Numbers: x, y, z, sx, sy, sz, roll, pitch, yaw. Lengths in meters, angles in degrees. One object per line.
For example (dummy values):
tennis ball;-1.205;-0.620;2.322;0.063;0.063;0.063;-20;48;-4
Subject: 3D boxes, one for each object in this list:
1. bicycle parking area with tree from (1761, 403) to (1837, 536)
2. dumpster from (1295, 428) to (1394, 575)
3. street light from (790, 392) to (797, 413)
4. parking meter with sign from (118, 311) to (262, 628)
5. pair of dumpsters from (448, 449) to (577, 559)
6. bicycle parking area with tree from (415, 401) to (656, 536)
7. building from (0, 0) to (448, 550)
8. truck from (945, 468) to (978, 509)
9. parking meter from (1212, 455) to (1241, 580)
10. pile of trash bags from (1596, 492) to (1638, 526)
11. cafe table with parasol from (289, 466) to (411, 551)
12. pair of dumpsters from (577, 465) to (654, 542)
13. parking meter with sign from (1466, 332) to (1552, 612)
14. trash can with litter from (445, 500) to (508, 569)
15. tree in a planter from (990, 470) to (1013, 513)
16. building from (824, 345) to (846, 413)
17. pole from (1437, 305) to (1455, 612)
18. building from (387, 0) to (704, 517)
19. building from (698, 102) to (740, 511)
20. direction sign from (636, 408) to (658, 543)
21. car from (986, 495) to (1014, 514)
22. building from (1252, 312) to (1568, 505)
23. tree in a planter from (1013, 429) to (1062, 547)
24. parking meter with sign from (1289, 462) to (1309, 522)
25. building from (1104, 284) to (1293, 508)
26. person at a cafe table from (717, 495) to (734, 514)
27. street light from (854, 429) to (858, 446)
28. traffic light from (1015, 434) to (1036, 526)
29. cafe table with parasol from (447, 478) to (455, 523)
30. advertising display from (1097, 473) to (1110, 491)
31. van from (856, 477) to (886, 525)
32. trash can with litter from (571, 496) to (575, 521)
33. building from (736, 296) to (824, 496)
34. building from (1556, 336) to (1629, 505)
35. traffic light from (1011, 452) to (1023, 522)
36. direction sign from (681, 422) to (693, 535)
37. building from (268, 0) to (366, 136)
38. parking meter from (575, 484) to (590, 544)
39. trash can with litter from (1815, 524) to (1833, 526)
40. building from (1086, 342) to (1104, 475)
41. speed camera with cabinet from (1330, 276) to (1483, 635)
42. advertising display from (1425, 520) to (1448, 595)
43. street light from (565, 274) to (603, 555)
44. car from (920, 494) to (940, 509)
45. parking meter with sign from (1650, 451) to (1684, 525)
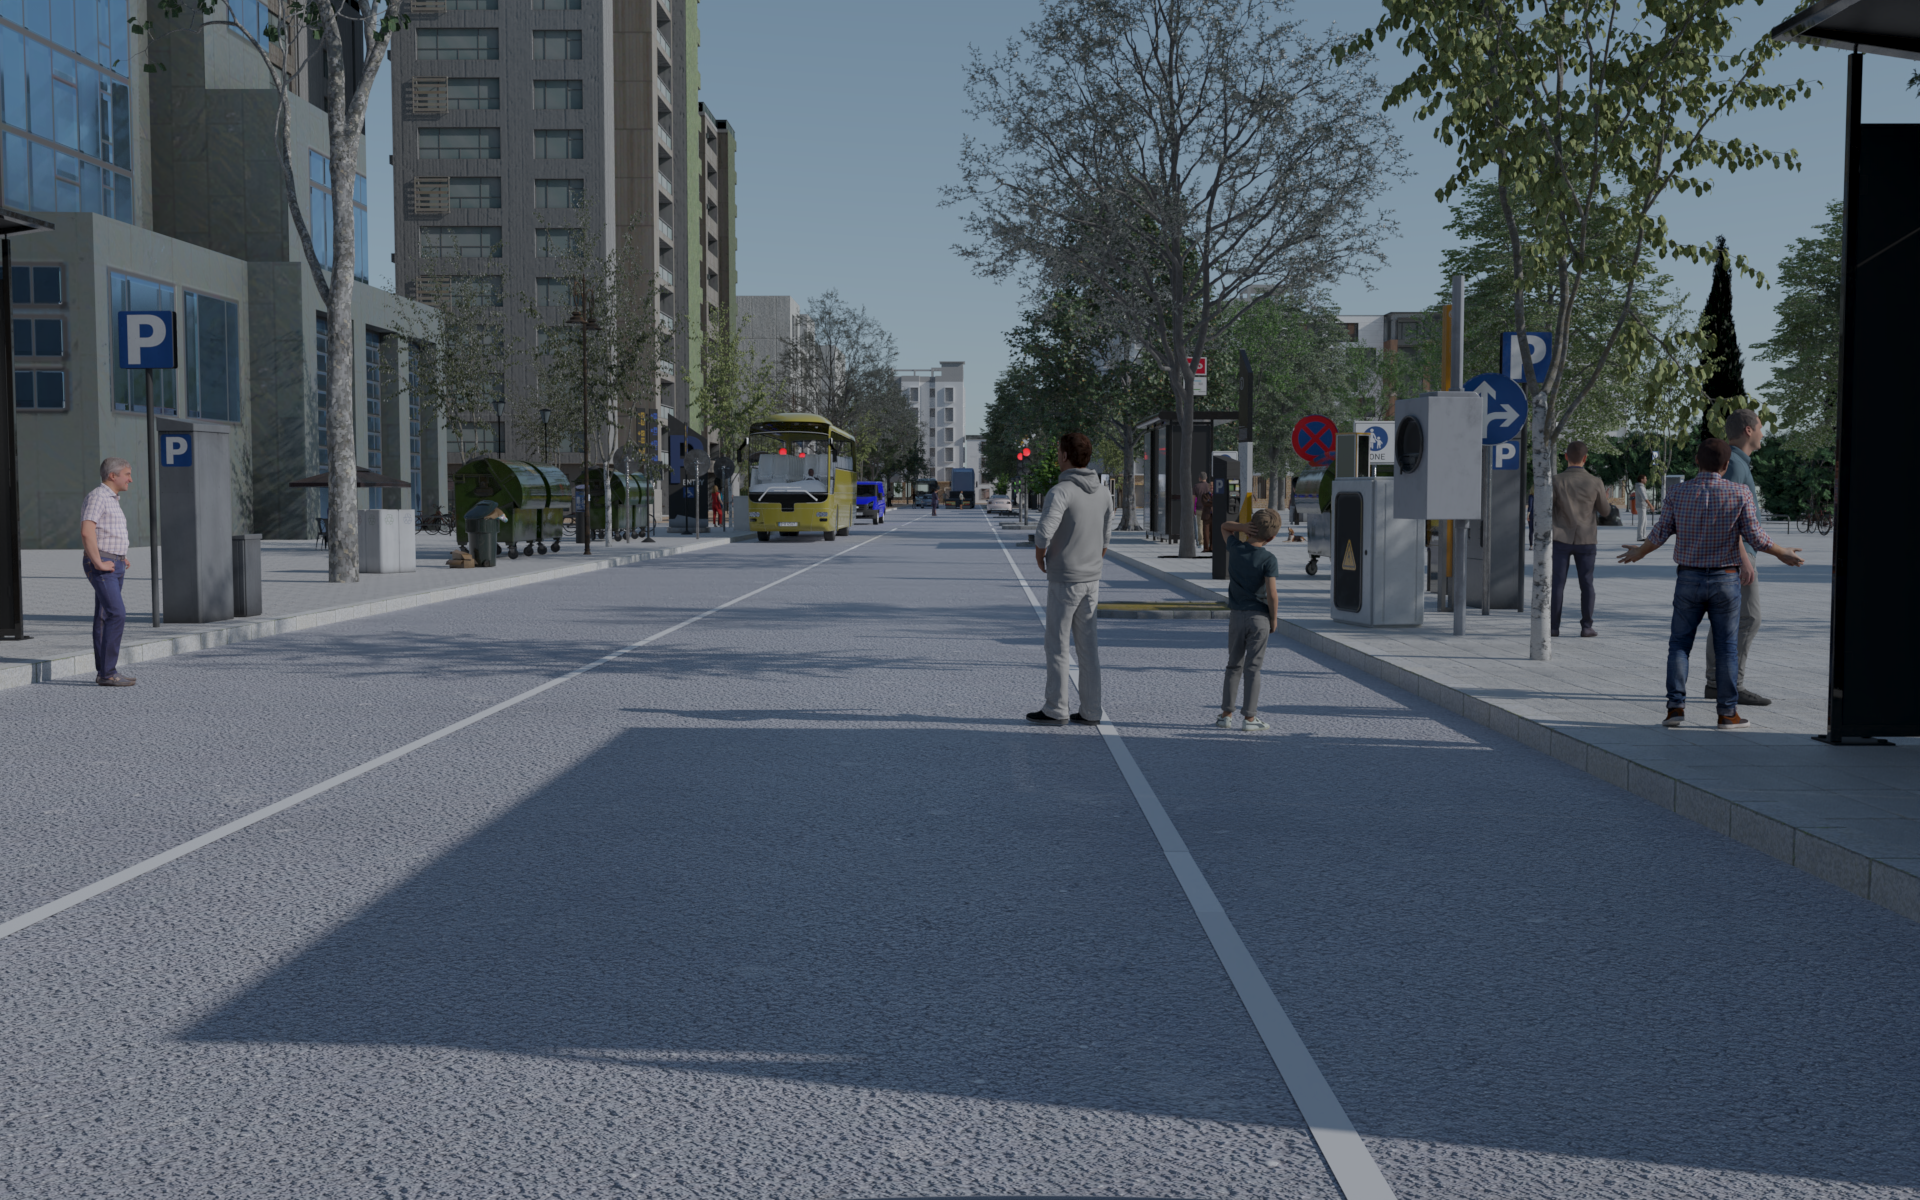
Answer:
bicycle parking area with tree;29.935;-4.094;53.931;8.231;4.147;9.016;0;4;7
dumpster;6.035;-1.464;26.433;1.502;2.255;1.985;0;4;0
street light;-7.562;-6.491;78.919;0.468;5.910;1.993;0;4;0
parking meter with sign;-7.653;-1.292;17.393;0.543;3.016;1.738;0;4;6
pair of dumpsters;-9.295;-2.044;35.916;1.574;2.255;4.437;0;4;0
bicycle parking area with tree;-13.930;-4.215;55.915;9.016;4.147;8.231;1;4;15
building;-33.719;-44.957;47.717;31.000;86.520;22.319;0;4;0
truck;0.099;-11.204;172.949;2.967;4.110;18.799;0;4;2
parking meter;3.993;-1.239;25.965;0.255;1.863;0.399;-2;4;-31
pile of trash bags;26.042;-3.680;69.928;3.447;1.369;1.912;-1;4;-12
cafe table with parasol;-13.914;-2.124;39.593;2.610;1.966;2.610;-1;4;-17
pair of dumpsters;-9.717;-2.815;48.526;1.574;2.255;4.437;0;4;1
parking meter with sign;6.039;-1.423;19.531;0.543;3.016;1.738;0;4;-3
trash can with litter;-8.430;-1.148;30.159;0.624;1.170;1.055;2;4;23
tree in a planter;3.178;-8.136;130.238;1.991;3.239;1.994;0;4;0
building;-30.479;-21.268;214.186;31.486;18.905;16.747;0;4;0
pole;5.302;-1.525;18.774;0.158;3.312;0.155;0;3;0
building;-22.431;-25.231;96.128;14.154;41.232;14.086;0;4;0
building;-24.348;-21.789;127.946;14.160;30.474;14.107;0;4;0
direction sign;-8.258;-3.291;45.804;0.379;3.537;0.876;2;4;28
car;2.909;-7.000;126.813;2.083;1.381;4.827;0;4;2
building;51.859;-22.272;208.125;32.646;21.610;27.936;0;4;0
tree in a planter;2.541;-3.088;47.708;1.991;3.239;1.994;0;4;0
parking meter with sign;15.710;-5.081;79.328;0.543;3.016;1.738;-2;4;-24
building;22.056;-18.603;160.581;16.016;20.091;11.380;0;4;0
person at a cafe table;-15.050;-6.220;112.555;1.698;1.238;1.726;2;4;32
street light;-7.217;-8.982;119.640;0.468;5.910;1.993;0;4;0
traffic light;2.678;-4.997;70.628;0.839;4.253;0.868;0;4;0
cafe table with parasol;-20.626;-3.919;68.934;2.610;1.966;2.610;0;4;-5
advertising display;4.427;-2.948;53.411;0.123;1.923;0.974;1;4;21
van;-4.681;-4.776;82.470;2.240;2.365;5.245;0;4;2
trash can with litter;-15.928;-3.624;70.309;1.678;1.210;2.233;2;4;32
building;-23.358;-18.582;170.271;16.747;18.905;31.486;0;4;0
building;73.960;-21.851;213.680;11.380;20.091;16.016;0;4;0
traffic light;2.739;-5.486;78.613;0.839;4.253;0.868;0;4;0
direction sign;-8.640;-3.833;54.669;0.379;3.537;0.876;0;4;-4
building;-40.916;-19.634;92.715;14.107;30.474;14.160;0;4;0
parking meter;-9.784;-2.233;44.921;0.372;1.533;0.369;0;3;0
trash can with litter;35.736;-3.636;70.511;2.233;1.210;1.678;-1;4;-8
building;21.230;-19.384;173.343;16.016;20.091;11.380;0;4;0
speed camera with cabinet;4.198;-1.352;16.437;0.660;3.252;2.038;-1;4;-12
advertising display;6.187;-1.048;22.341;0.123;1.923;0.974;0;4;-1
street light;-7.892;-3.897;36.500;0.468;5.910;1.993;0;4;0
car;-3.010;-9.871;173.392;2.014;1.417;4.499;0;4;1
parking meter with sign;28.884;-4.516;70.090;0.543;3.016;1.738;-3;5;-44
